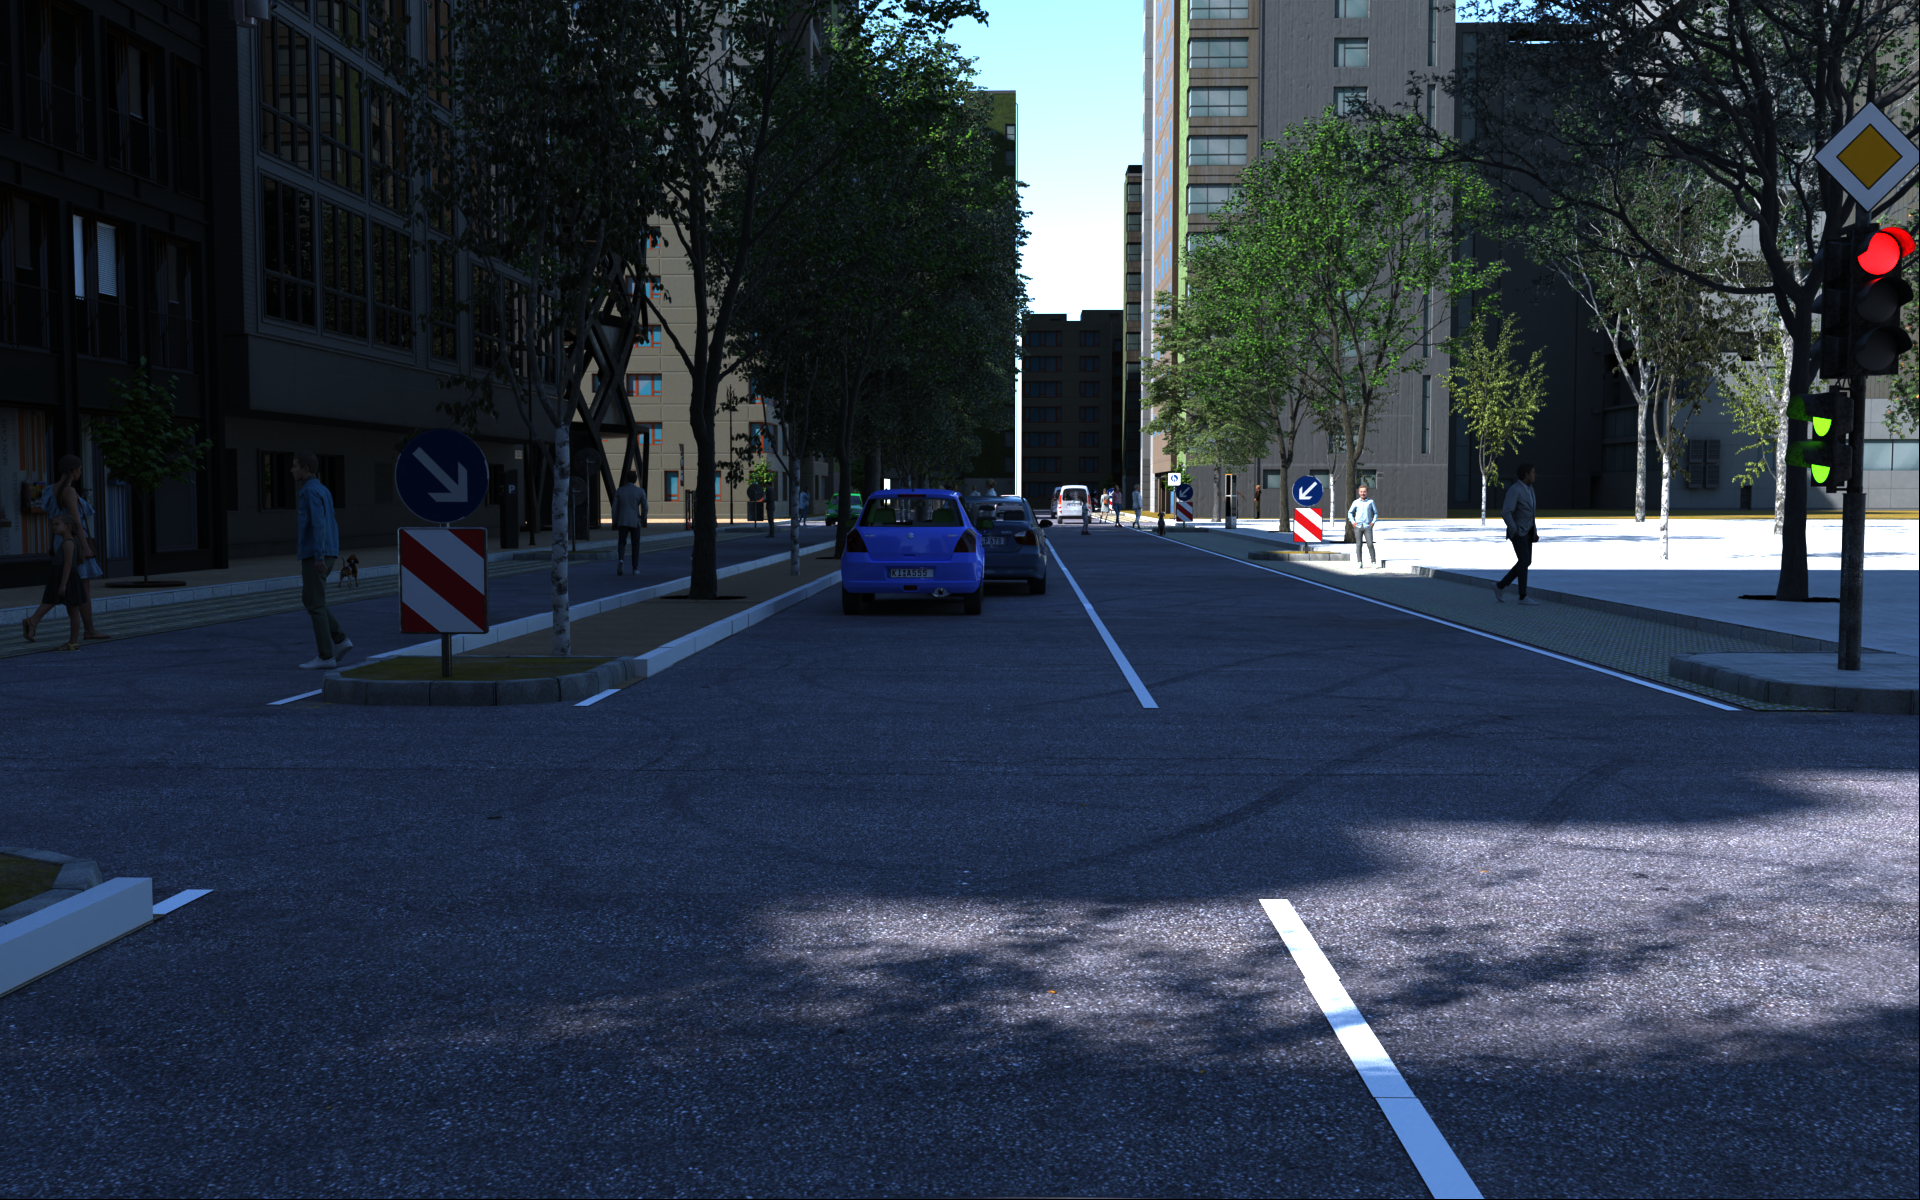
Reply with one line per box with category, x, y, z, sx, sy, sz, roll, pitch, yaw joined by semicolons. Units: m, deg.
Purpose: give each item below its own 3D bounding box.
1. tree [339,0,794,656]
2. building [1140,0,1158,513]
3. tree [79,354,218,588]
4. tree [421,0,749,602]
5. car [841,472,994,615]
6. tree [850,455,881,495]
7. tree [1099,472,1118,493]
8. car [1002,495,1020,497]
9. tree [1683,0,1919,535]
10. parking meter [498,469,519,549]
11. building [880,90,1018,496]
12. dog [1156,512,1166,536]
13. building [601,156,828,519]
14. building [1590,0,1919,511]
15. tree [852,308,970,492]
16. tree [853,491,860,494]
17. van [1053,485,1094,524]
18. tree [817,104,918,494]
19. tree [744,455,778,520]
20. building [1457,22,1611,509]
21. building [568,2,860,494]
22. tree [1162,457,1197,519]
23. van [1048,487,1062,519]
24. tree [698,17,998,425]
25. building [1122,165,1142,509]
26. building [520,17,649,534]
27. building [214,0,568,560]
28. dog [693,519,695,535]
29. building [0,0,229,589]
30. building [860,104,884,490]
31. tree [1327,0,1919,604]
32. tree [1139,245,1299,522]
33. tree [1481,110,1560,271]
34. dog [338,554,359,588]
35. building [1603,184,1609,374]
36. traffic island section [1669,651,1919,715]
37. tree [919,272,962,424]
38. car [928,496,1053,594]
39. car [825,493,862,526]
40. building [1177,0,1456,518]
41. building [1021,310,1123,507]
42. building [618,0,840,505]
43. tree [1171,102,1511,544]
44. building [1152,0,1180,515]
tree;-3.533;-3.821;15.290;4.360;8.622;3.978;0;3;0
building;24.474;-36.102;132.265;21.231;58.520;28.212;0;4;2
tree;-11.210;-1.802;24.072;1.663;3.219;1.824;0;3;0
tree;-3.375;-5.800;23.045;9.928;11.665;9.643;0;3;0
car;-0.541;-0.754;21.914;1.945;1.707;3.694;0;4;1
tree;-7.611;-9.240;134.783;4.285;4.588;4.351;0;3;0
tree;13.105;-9.687;152.976;1.663;3.219;1.824;0;3;0
car;3.139;-5.936;109.415;2.083;1.381;4.827;0;3;0
tree;26.924;-12.182;55.067;12.611;20.169;13.585;0;3;0
parking meter;-10.595;-2.137;40.644;0.255;1.863;0.399;3;5;43
building;-1.093;-30.318;179.287;14.086;41.232;14.154;0;4;2
dog;7.011;-2.606;59.441;0.800;0.831;0.513;-3;5;-42
building;-23.289;-15.821;103.710;27.650;21.520;28.899;0;4;2
building;68.773;-34.088;146.581;27.495;52.752;28.713;0;4;2
tree;-1.980;-6.530;59.585;4.737;8.622;4.395;0;3;0
tree;-8.140;-9.155;144.289;1.663;3.219;1.824;0;3;0
van;5.569;-4.740;84.514;2.013;2.044;4.112;0;4;3
tree;-2.901;-4.742;30.355;4.360;8.622;3.978;0;3;0
tree;-9.801;-5.536;85.115;1.663;3.219;1.824;0;3;0
building;48.210;-28.779;154.129;14.086;41.232;14.154;0;4;2
building;-23.176;-37.334;152.417;28.212;58.520;21.231;0;4;2
tree;11.260;-5.767;88.891;1.663;3.219;1.824;0;3;0
van;6.146;-5.768;101.314;2.013;2.044;4.112;0;4;3
tree;-2.487;-8.465;47.514;9.857;13.997;8.962;0;3;0
building;21.447;-23.405;154.374;14.160;30.474;14.107;0;4;2
building;-20.007;-11.897;61.967;16.820;18.784;16.811;0;4;2
building;-19.360;-15.147;41.168;14.314;27.812;24.014;0;4;2
dog;-6.745;-1.766;45.707;0.800;0.831;0.513;-3;4;-38
building;-18.988;-11.726;21.393;12.332;23.373;15.834;0;4;2
building;-22.424;-32.371;183.896;28.867;44.769;22.147;0;4;2
tree;10.128;-6.740;20.567;12.009;13.543;11.850;0;3;0
tree;11.867;-9.868;79.475;7.486;12.596;7.792;0;3;0
tree;29.915;-13.683;79.610;12.611;20.169;13.585;0;3;0
dog;-9.322;-0.436;26.410;0.406;0.507;0.540;-3;5;-41
building;66.379;-32.263;177.611;14.200;45.320;14.600;0;4;2
traffic island section;6.521;0.588;12.661;2.009;0.180;2.903;0;4;2
tree;-1.666;-6.240;54.848;4.360;8.622;3.978;0;3;0
car;0.406;-0.863;26.119;2.014;1.417;4.499;0;4;1
car;-5.160;-4.304;79.167;1.959;1.807;4.718;0;4;0
building;19.252;-25.325;97.663;14.154;41.232;14.086;0;4;2
building;21.071;-20.865;186.177;28.899;21.520;27.650;0;4;2
building;-16.337;-26.957;124.343;14.154;41.232;14.086;0;4;2
tree;10.342;-7.298;45.081;9.928;11.665;9.643;0;3;0
building;20.027;-28.228;111.636;14.600;45.320;14.200;0;4;2
